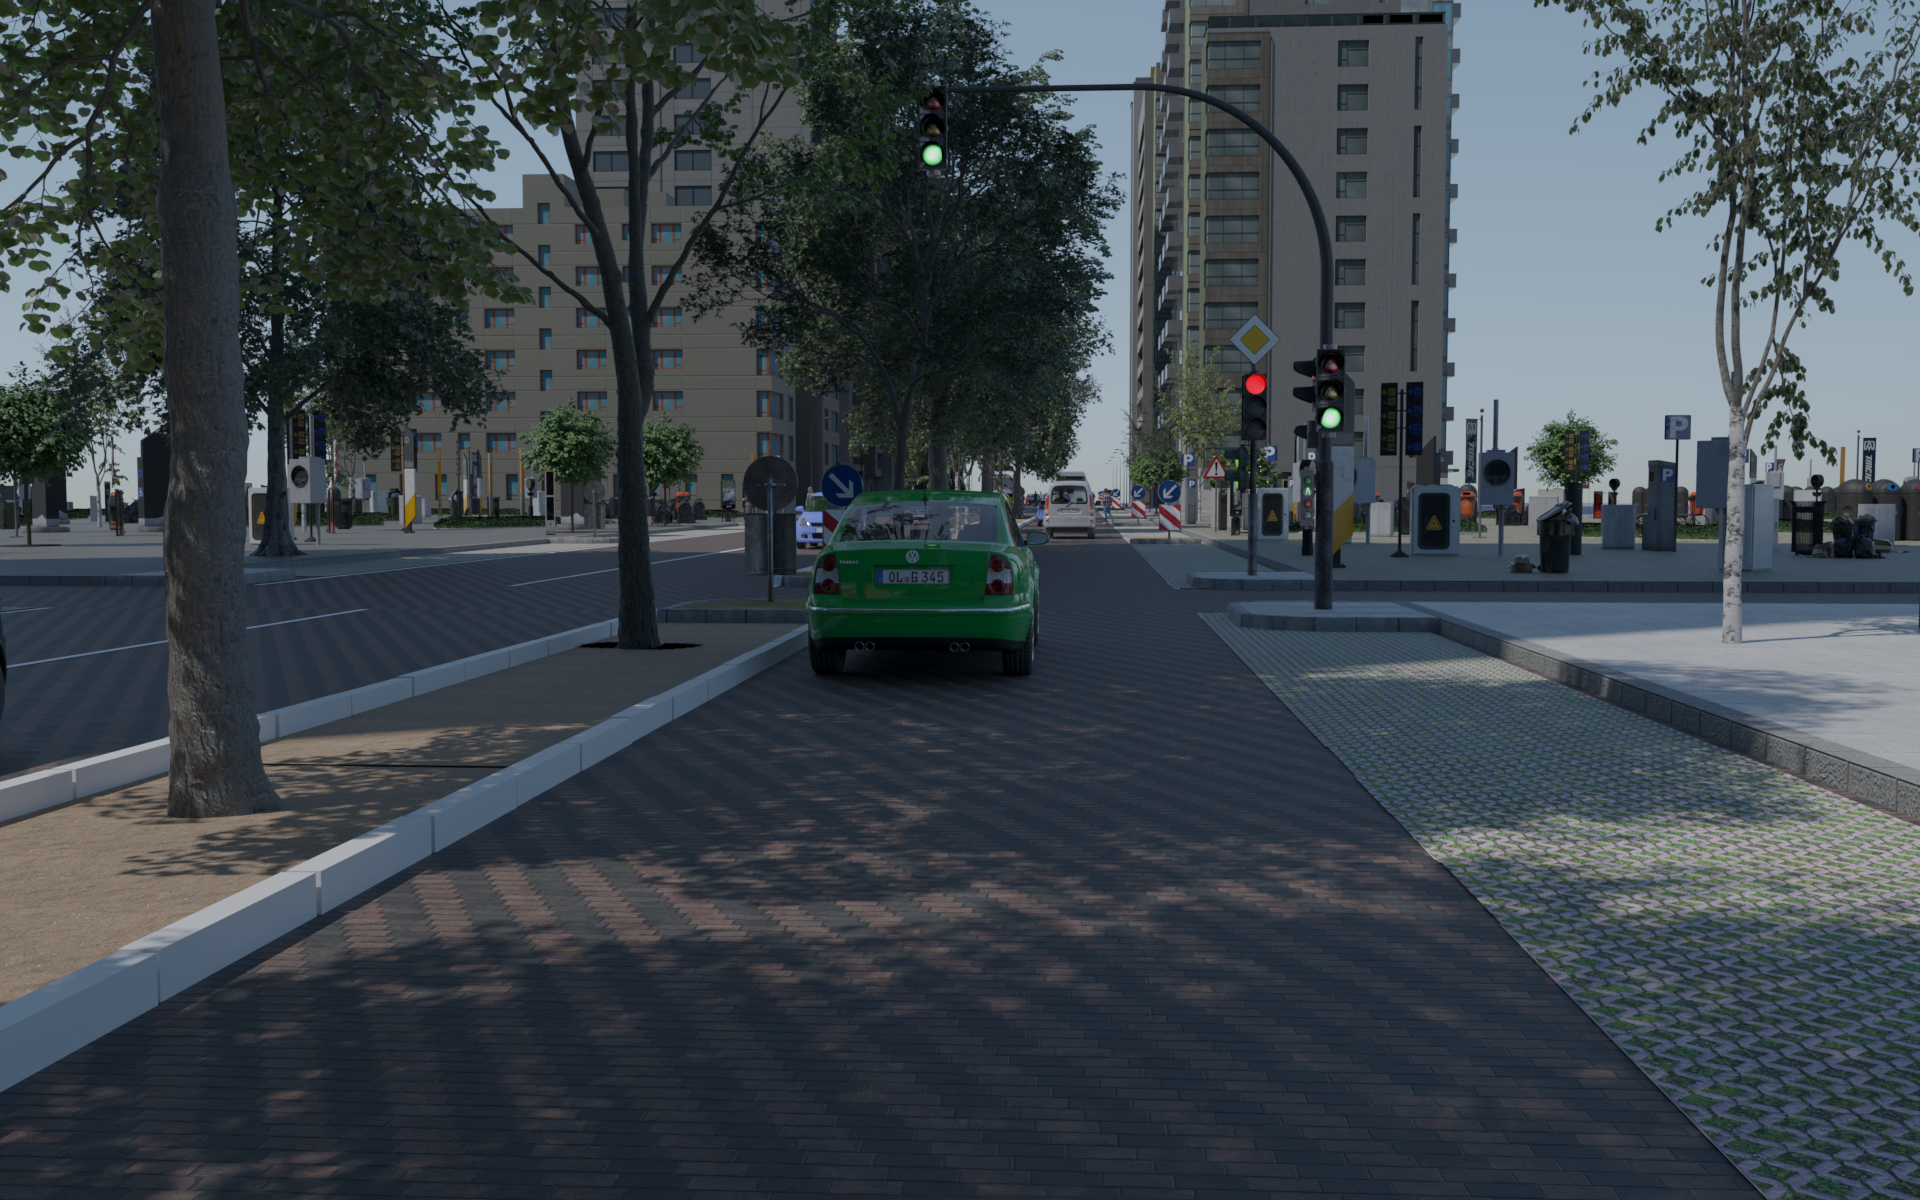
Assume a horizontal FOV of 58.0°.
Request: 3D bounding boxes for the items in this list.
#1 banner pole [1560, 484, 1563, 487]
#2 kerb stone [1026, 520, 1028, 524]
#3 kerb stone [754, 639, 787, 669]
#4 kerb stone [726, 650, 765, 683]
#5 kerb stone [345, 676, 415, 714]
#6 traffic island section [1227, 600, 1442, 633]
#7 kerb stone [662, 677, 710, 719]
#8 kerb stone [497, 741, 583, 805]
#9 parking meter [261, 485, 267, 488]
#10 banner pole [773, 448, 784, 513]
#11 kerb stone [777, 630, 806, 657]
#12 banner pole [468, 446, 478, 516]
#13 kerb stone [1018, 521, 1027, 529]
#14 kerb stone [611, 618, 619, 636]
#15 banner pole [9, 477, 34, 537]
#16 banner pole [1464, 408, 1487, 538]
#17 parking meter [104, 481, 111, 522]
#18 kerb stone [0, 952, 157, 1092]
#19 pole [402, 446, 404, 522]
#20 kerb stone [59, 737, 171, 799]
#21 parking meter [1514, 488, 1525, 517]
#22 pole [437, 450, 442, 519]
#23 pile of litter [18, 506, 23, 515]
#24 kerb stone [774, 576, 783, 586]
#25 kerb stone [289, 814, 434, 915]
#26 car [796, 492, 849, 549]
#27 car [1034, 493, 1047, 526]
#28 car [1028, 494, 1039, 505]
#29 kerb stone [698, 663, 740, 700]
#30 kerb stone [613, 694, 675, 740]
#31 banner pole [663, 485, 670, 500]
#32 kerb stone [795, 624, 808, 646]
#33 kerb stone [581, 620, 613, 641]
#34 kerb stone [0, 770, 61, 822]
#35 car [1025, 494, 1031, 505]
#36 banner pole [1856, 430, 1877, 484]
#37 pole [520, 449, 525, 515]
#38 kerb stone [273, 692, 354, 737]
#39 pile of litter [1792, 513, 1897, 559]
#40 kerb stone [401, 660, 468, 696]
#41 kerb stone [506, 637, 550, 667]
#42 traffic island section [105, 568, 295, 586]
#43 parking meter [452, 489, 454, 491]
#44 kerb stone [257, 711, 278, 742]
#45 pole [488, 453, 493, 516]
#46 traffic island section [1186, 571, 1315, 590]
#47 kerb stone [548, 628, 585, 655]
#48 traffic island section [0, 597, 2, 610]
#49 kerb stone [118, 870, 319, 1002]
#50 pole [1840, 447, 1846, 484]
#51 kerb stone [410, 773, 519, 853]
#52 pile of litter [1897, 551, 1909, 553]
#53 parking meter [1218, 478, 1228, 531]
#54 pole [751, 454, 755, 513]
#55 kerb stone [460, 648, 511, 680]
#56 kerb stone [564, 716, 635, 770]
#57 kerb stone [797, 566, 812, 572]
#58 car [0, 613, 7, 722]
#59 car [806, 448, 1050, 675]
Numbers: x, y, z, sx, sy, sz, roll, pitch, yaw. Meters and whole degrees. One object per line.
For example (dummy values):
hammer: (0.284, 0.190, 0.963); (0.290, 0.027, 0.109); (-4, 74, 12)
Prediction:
banner pole: (25.097, -4.981, 71.454); (0.401, 3.779, 0.863); (-2, 4, -32)
kerb stone: (2.872, -3.446, 78.530); (0.120, 0.150, 1.000); (0, 4, 4)
kerb stone: (-1.623, 0.470, 14.563); (0.120, 0.150, 1.000); (0, 4, 4)
kerb stone: (-1.700, 0.529, 13.540); (0.120, 0.150, 1.000); (0, 4, 4)
kerb stone: (-3.938, 0.654, 11.652); (0.120, 0.150, 1.000); (0, 4, 4)
traffic island section: (4.067, 0.180, 19.344); (2.009, 0.180, 2.903); (0, 4, 4)
kerb stone: (-1.841, 0.658, 11.499); (0.120, 0.150, 1.000); (0, 4, 4)
kerb stone: (-2.054, 0.847, 8.437); (0.120, 0.150, 1.000); (0, 4, 4)
parking meter: (-42.204, -6.080, 105.113); (0.399, 1.863, 0.255); (-1, 4, -21)
banner pole: (-9.772, -6.352, 93.874); (0.863, 3.779, 0.401); (2, 4, 26)
kerb stone: (-1.552, 0.406, 15.592); (0.120, 0.150, 1.000); (0, 4, 4)
banner pole: (-25.578, -6.175, 90.985); (0.401, 3.779, 0.863); (2, 4, 35)
kerb stone: (2.807, -3.383, 77.506); (0.120, 0.150, 1.000); (0, 4, 4)
kerb stone: (-3.499, 0.269, 17.806); (0.120, 0.150, 1.000); (0, 4, 4)
banner pole: (-27.914, -3.762, 51.534); (0.401, 3.779, 0.863); (2, 4, 24)
banner pole: (15.036, -3.703, 50.564); (0.863, 3.779, 0.401); (-2, 4, -28)
parking meter: (-39.053, -4.505, 79.366); (0.255, 1.863, 0.399); (-2, 4, -26)
kerb stone: (-2.343, 1.094, 4.358); (0.120, 0.150, 1.000); (0, 4, 4)
pole: (-23.116, -4.793, 72.204); (0.158, 3.312, 0.155); (0, 3, 0)
kerb stone: (-4.150, 0.832, 8.585); (0.120, 0.150, 1.000); (0, 4, 4)
parking meter: (23.738, -3.975, 73.406); (0.372, 1.533, 0.369); (0, 3, 0)
pole: (-24.090, -5.280, 80.164); (0.158, 3.312, 0.155); (0, 3, 0)
pile of litter: (-42.171, -3.903, 77.782); (1.719, 0.858, 1.176); (3, 4, 38)
kerb stone: (-2.822, -0.328, 27.559); (0.120, 0.150, 1.000); (0, 4, 4)
kerb stone: (-2.199, 0.966, 6.397); (0.120, 0.150, 1.000); (0, 4, 4)
car: (-3.367, -2.246, 46.315); (1.945, 1.707, 3.694); (0, 4, 3)
car: (4.322, -4.192, 78.134); (1.945, 1.707, 3.694); (0, 4, 2)
car: (9.901, -13.122, 226.341); (2.131, 1.459, 4.920); (0, 4, 3)
kerb stone: (-1.768, 0.596, 12.519); (0.120, 0.150, 1.000); (0, 4, 4)
kerb stone: (-1.919, 0.717, 10.477); (0.120, 0.150, 1.000); (0, 4, 4)
banner pole: (-15.072, -6.060, 89.100); (0.401, 3.779, 0.863); (1, 4, 20)
kerb stone: (-1.485, 0.340, 16.628); (0.120, 0.150, 1.000); (0, 4, 4)
kerb stone: (-3.583, 0.334, 16.781); (0.120, 0.150, 1.000); (0, 4, 4)
kerb stone: (-4.223, 0.895, 7.563); (0.120, 0.150, 1.000); (0, 4, 4)
car: (9.956, -14.080, 239.240); (2.155, 1.783, 4.494); (0, 4, 4)
banner pole: (35.220, -4.738, 67.491); (0.863, 3.779, 0.401); (1, 4, 21)
pole: (-19.871, -5.186, 78.633); (0.158, 3.312, 0.155); (0, 3, 0)
kerb stone: (-4.005, 0.713, 10.631); (0.120, 0.150, 1.000); (0, 4, 4)
pile of litter: (17.745, -1.281, 34.902); (1.719, 0.858, 1.176); (3, 4, 38)
kerb stone: (-3.863, 0.582, 12.685); (0.120, 0.150, 1.000); (0, 4, 4)
kerb stone: (-3.718, 0.457, 14.725); (0.120, 0.150, 1.000); (0, 4, 4)
traffic island section: (-12.322, -0.381, 28.503); (2.009, 0.180, 2.903); (0, 4, 4)
parking meter: (-26.402, -5.038, 90.779); (0.372, 1.533, 0.369); (0, 3, 0)
kerb stone: (-4.088, 0.770, 9.606); (0.120, 0.150, 1.000); (0, 4, 4)
pole: (-23.433, -5.667, 86.506); (0.158, 3.312, 0.155); (0, 3, 0)
traffic island section: (4.628, -0.308, 27.310); (2.009, 0.180, 2.903); (0, 4, 4)
kerb stone: (-3.641, 0.394, 15.756); (0.120, 0.150, 1.000); (0, 4, 4)
traffic island section: (-12.882, 0.107, 20.537); (2.009, 0.180, 2.903); (0, 4, 4)
kerb stone: (-2.277, 1.029, 5.378); (0.120, 0.150, 1.000); (0, 4, 4)
pole: (37.993, -4.940, 74.609); (0.158, 3.312, 0.155); (0, 3, 0)
kerb stone: (-2.121, 0.906, 7.417); (0.120, 0.150, 1.000); (0, 4, 4)
pile of litter: (20.023, -1.482, 38.192); (1.719, 0.858, 1.176); (2, 4, 33)
parking meter: (9.262, -3.384, 61.042); (0.255, 1.863, 0.399); (0, 4, -5)
pole: (-10.470, -5.736, 87.621); (0.158, 3.312, 0.155); (0, 3, 0)
kerb stone: (-3.794, 0.519, 13.705); (0.120, 0.150, 1.000); (0, 4, 4)
kerb stone: (-1.980, 0.785, 9.456); (0.120, 0.150, 1.000); (0, 4, 4)
kerb stone: (-2.671, -0.453, 29.603); (0.120, 0.150, 1.000); (0, 4, 4)
car: (-6.323, 0.100, 8.149); (2.009, 1.686, 4.222); (0, 4, 3)
car: (-0.208, -0.386, 15.115); (1.959, 1.807, 4.718); (0, 4, 4)
